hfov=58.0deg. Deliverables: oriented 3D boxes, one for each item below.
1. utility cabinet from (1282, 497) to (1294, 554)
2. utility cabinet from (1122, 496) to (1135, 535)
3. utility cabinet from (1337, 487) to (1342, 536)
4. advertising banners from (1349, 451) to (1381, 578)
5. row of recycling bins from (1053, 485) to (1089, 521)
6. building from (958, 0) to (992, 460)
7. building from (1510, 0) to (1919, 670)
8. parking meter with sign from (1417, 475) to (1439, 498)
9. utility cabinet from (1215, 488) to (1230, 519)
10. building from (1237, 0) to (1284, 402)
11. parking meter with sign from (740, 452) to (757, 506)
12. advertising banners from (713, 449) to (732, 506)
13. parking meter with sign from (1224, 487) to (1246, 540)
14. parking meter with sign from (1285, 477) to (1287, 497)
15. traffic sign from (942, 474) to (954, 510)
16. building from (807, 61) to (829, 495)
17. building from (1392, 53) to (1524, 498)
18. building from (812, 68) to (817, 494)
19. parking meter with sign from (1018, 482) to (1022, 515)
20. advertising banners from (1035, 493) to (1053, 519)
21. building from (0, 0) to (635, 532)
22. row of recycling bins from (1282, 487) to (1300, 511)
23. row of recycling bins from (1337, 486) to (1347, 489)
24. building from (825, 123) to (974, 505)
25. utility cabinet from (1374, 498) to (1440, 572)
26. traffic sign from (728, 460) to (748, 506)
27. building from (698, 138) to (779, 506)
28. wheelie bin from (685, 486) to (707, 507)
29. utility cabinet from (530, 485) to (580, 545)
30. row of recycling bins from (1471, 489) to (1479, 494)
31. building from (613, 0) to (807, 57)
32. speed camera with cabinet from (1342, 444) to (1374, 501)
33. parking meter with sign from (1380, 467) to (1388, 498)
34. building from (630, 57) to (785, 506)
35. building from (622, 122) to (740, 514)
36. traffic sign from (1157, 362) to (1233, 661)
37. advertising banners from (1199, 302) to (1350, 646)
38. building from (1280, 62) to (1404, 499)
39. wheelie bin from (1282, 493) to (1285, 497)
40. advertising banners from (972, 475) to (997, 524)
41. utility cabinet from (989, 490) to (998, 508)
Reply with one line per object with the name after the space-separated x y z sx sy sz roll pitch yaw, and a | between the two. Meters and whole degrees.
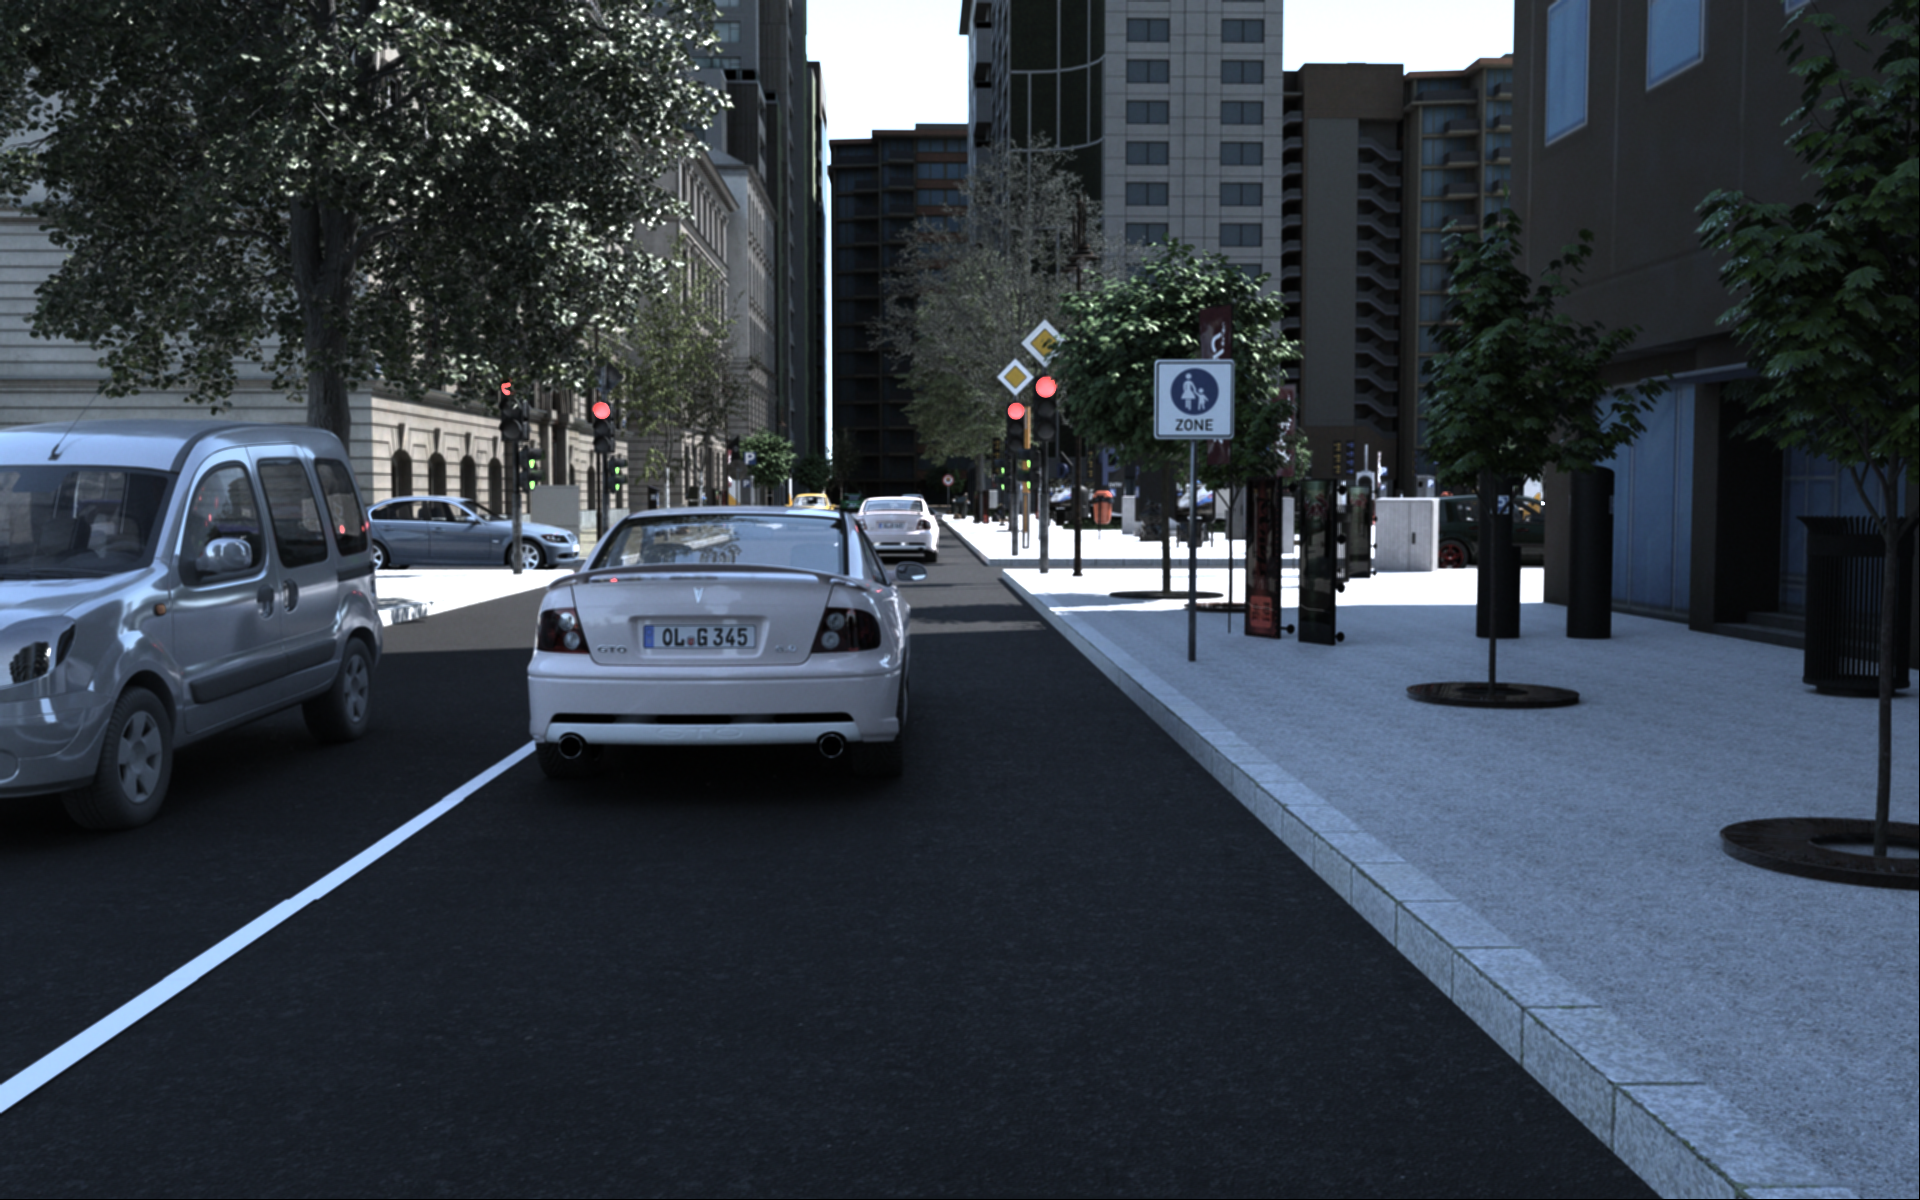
6.907 -1.616 37.583 0.306 1.237 1.020 -1 4 -16 | utility cabinet
5.651 -2.676 54.911 1.020 1.237 0.306 1 4 23 | utility cabinet
10.995 -2.620 51.513 0.318 1.500 1.173 -1 4 -10 | utility cabinet
5.636 -1.886 27.019 0.090 3.025 2.074 -3 5 -40 | advertising banners
5.255 -4.564 81.742 1.069 1.692 3.534 -1 4 -14 | row of recycling bins
14.565 -35.586 171.067 28.713 52.752 27.495 0 4 -2 | building
13.648 -22.174 12.660 14.600 45.320 14.200 0 4 -2 | building
18.612 -4.459 69.162 0.543 3.016 1.738 -1 4 -20 | parking meter with sign
10.280 -3.653 68.409 1.173 1.500 0.318 3 4 36 | utility cabinet
11.213 -42.053 125.817 20.563 71.187 20.611 0 4 -2 | building
-8.670 -4.540 70.493 0.543 3.016 1.738 0 4 2 | parking meter with sign
-9.131 -4.319 66.804 0.090 3.025 2.074 1 4 12 | advertising banners
7.976 -3.194 48.489 0.543 3.016 1.738 -1 4 -20 | parking meter with sign
12.372 -4.517 70.110 1.738 3.016 0.543 1 4 23 | parking meter with sign
-0.752 -6.803 111.327 0.768 2.556 0.104 0 4 4 | traffic sign
-20.891 -32.207 176.689 14.200 45.320 14.600 0 4 -2 | building
57.718 -31.842 175.240 28.867 44.769 22.147 0 4 -2 | building
-20.766 -29.210 161.175 14.154 41.232 14.086 0 4 -2 | building
3.680 -6.807 107.553 0.543 3.016 1.738 -2 4 -32 | parking meter with sign
4.050 -5.627 88.193 2.074 3.025 0.090 3 5 43 | advertising banners
-18.339 -14.352 53.733 14.460 24.649 34.723 0 4 -2 | building
18.822 -5.840 102.595 3.534 1.692 1.069 0 4 -4 | row of recycling bins
20.364 -5.158 91.439 1.069 1.692 3.534 -2 4 -35 | row of recycling bins
-2.796 -33.806 207.345 28.867 44.769 22.147 0 4 -2 | building
7.419 -1.079 28.801 1.020 1.237 0.306 3 4 39 | utility cabinet
-8.215 -3.900 63.867 0.768 2.556 0.104 0 4 1 | traffic sign
-15.992 -15.349 100.111 9.793 20.994 18.267 0 4 -2 | building
-10.905 -3.902 71.698 0.980 1.594 0.693 1 4 12 | wheelie bin
-10.116 -2.113 43.224 1.173 1.500 0.318 -1 4 -22 | utility cabinet
26.983 -4.936 87.820 1.069 1.692 3.534 -1 4 -9 | row of recycling bins
-19.003 -27.428 132.041 14.154 41.232 14.086 0 4 -2 | building
15.438 -4.565 68.976 2.038 3.252 0.660 1 4 17 | speed camera with cabinet
26.950 -6.982 110.417 0.543 3.016 1.738 1 4 14 | parking meter with sign
-19.598 -21.197 118.278 14.160 30.474 14.107 0 4 -2 | building
-16.541 -13.259 81.406 10.561 19.102 19.286 0 4 -2 | building
1.781 -0.679 13.238 0.606 2.300 0.079 0 4 2 | traffic sign
2.725 -1.176 15.418 0.090 3.025 2.074 -2 4 -27 | advertising banners
36.111 -32.262 177.600 14.200 45.320 14.600 0 4 -2 | building
18.558 -5.705 101.187 0.693 1.594 0.980 -1 4 -18 | wheelie bin
1.102 -4.796 74.595 0.090 3.025 2.074 -2 4 -31 | advertising banners
1.655 -5.820 103.834 1.173 1.500 0.318 0 4 -7 | utility cabinet
